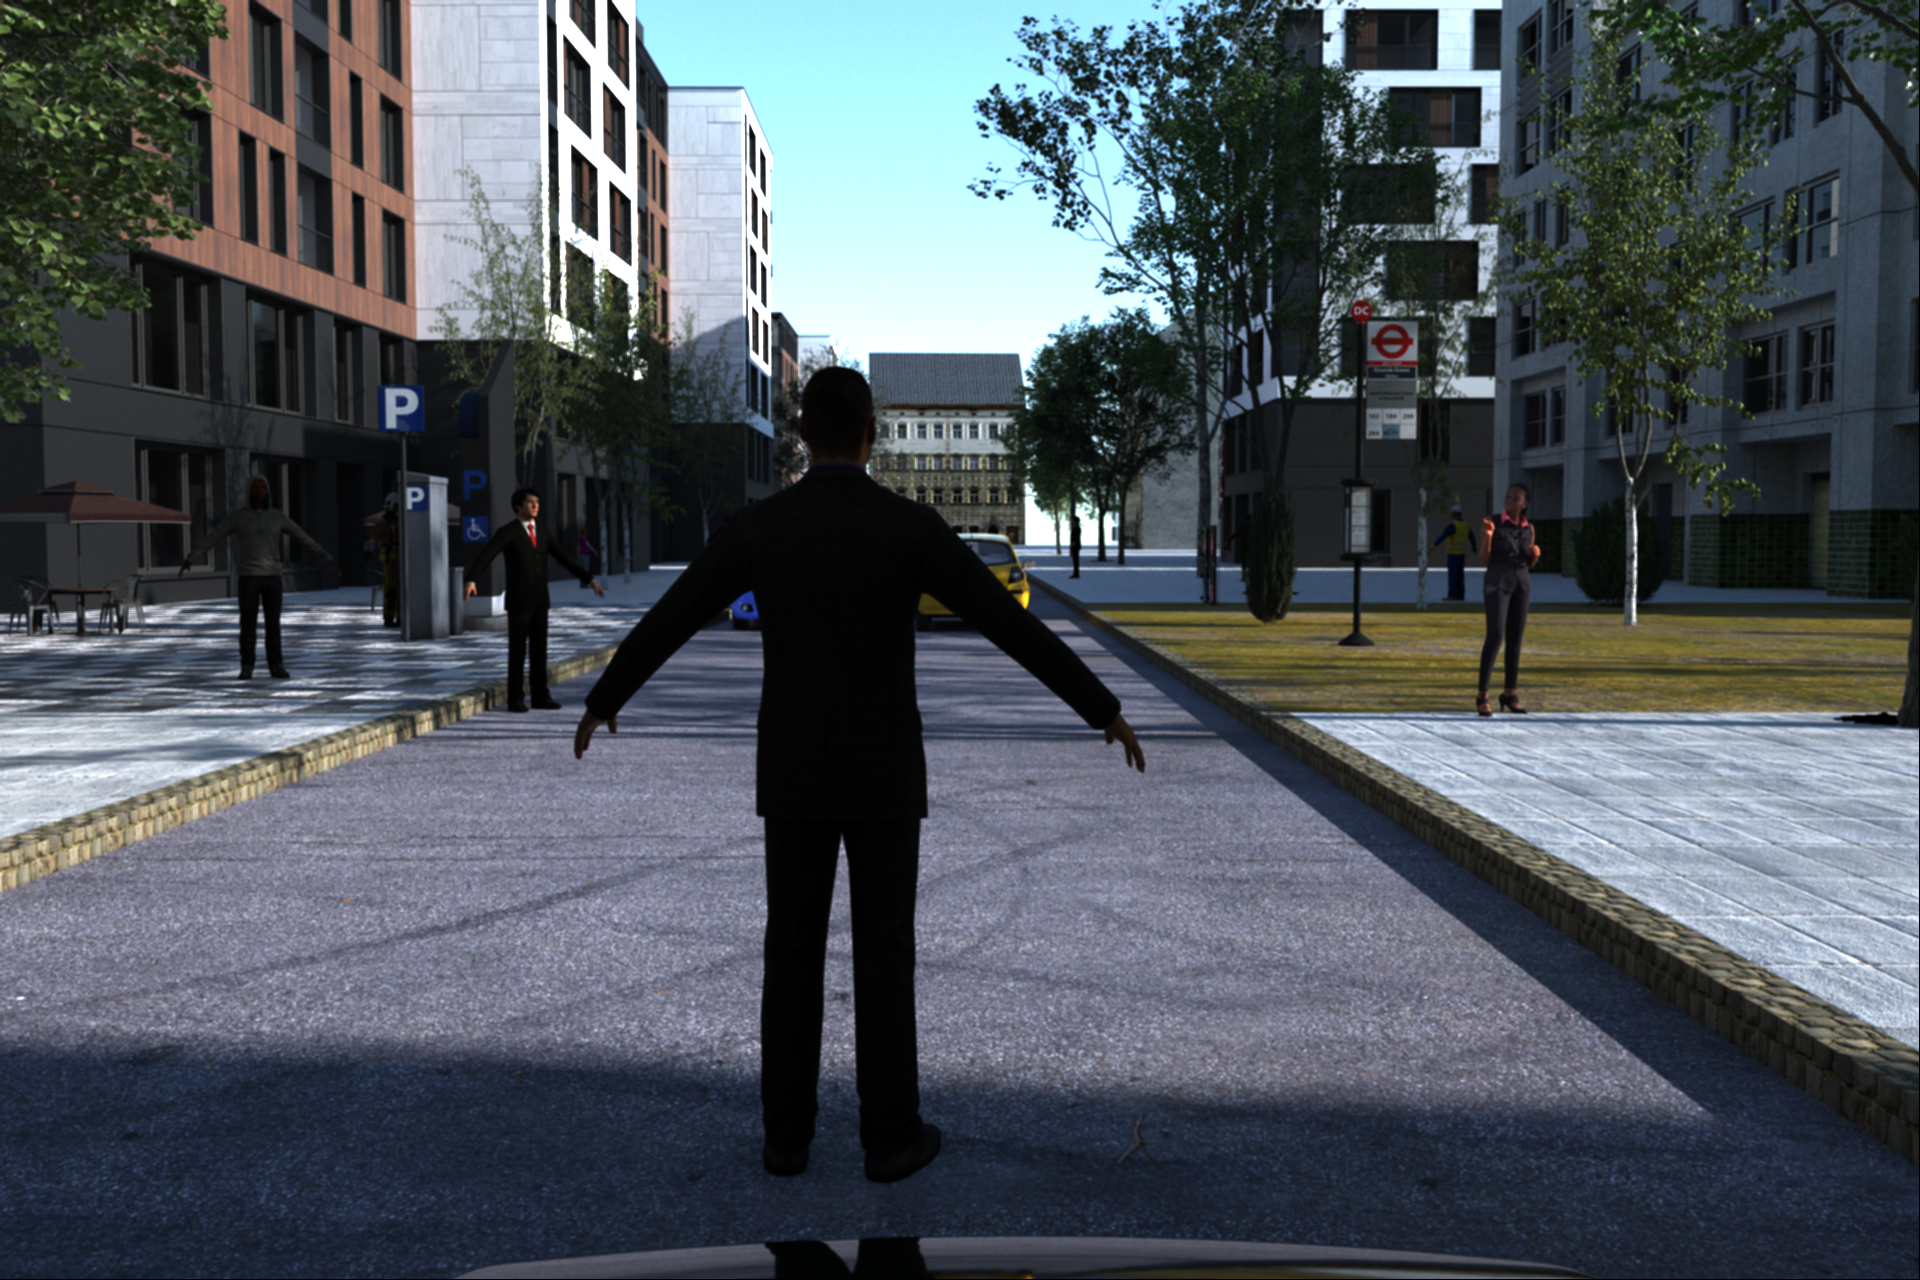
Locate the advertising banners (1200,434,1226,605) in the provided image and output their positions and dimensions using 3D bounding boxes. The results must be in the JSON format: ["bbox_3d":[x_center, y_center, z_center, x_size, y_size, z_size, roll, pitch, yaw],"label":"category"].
[{"bbox_3d":[4.597,-2.157,31.454,0.090,3.025,2.074,0,4,-2],"label":"advertising banners"}]

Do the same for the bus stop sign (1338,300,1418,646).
[{"bbox_3d":[4.799,-1.907,19.879,0.855,3.939,0.416,0,4,0],"label":"bus stop sign"}]

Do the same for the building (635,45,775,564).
[{"bbox_3d":[-23.797,-14.265,77.200,27.936,21.610,32.646,0,4,-1],"label":"building"}]

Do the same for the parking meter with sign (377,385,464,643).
[{"bbox_3d":[-6.539,-1.525,21.198,0.543,3.016,1.738,0,3,0],"label":"parking meter with sign"}]

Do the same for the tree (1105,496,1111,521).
[{"bbox_3d":[19.014,-15.711,207.243,4.360,8.622,3.978,0,3,0],"label":"tree"}]

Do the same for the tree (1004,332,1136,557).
[{"bbox_3d":[5.976,-10.983,97.697,7.486,12.596,7.792,0,3,0],"label":"tree"}]

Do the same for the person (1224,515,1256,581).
[{"bbox_3d":[7.824,-2.497,46.958,1.346,1.812,0.704,1,4,13],"label":"person"}]

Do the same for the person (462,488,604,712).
[{"bbox_3d":[-3.495,-0.332,14.066,0.705,1.806,1.347,3,5,40],"label":"person"}]

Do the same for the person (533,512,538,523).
[{"bbox_3d":[-8.416,-1.697,34.467,1.216,1.740,0.721,2,4,28],"label":"person"}]

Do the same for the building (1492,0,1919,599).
[{"bbox_3d":[26.206,-10.726,41.834,16.747,18.905,31.486,0,3,0],"label":"building"}]

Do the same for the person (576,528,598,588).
[{"bbox_3d":[-8.833,-1.939,40.974,0.599,1.433,0.991,-3,4,-39],"label":"person"}]

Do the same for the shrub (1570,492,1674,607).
[{"bbox_3d":[11.730,-1.633,30.746,1.661,2.075,1.752,0,3,0],"label":"shrub"}]

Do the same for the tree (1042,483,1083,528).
[{"bbox_3d":[6.690,-10.135,116.066,4.737,8.622,4.395,0,3,0],"label":"tree"}]

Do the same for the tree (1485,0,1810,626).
[{"bbox_3d":[9.349,-4.495,23.863,4.737,8.622,4.395,0,3,0],"label":"tree"}]

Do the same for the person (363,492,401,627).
[{"bbox_3d":[-7.818,-1.117,24.039,0.705,1.858,1.354,2,4,25],"label":"person"}]

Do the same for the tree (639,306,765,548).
[{"bbox_3d":[-8.207,-6.466,56.077,4.360,8.622,3.978,0,3,0],"label":"tree"}]

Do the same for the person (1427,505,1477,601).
[{"bbox_3d":[9.500,-1.668,33.233,1.349,1.833,0.705,-2,4,-34],"label":"person"}]

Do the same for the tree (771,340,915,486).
[{"bbox_3d":[-8.357,-12.182,109.548,12.009,13.543,11.850,0,3,0],"label":"tree"}]

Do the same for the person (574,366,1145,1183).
[{"bbox_3d":[-0.263,0.291,3.920,1.346,1.802,0.704,1,4,10],"label":"person"}]

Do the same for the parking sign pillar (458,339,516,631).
[{"bbox_3d":[-6.374,-2.136,23.398,1.447,3.967,1.447,0,4,0],"label":"parking sign pillar"}]

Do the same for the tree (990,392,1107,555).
[{"bbox_3d":[5.935,-10.642,108.404,7.601,10.594,8.767,2,4,25],"label":"tree"}]

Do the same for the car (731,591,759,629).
[{"bbox_3d":[-2.576,-1.076,27.183,1.945,1.707,3.694,0,3,0],"label":"car"}]

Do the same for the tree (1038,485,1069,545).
[{"bbox_3d":[11.212,-15.554,204.666,4.737,8.622,4.395,0,3,0],"label":"tree"}]

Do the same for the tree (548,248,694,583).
[{"bbox_3d":[-8.658,-5.767,44.652,4.737,8.622,4.395,0,3,0],"label":"tree"}]

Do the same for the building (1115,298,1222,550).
[{"bbox_3d":[23.965,-19.507,149.859,19.493,23.208,18.063,0,4,-1],"label":"building"}]

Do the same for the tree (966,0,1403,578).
[{"bbox_3d":[6.110,-11.838,49.439,12.611,20.169,13.585,0,3,0],"label":"tree"}]

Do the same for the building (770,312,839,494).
[{"bbox_3d":[-27.109,-20.295,175.803,27.936,21.610,32.646,0,4,-1],"label":"building"}]

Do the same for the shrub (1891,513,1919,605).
[{"bbox_3d":[15.216,-1.354,26.556,1.690,2.028,1.600,0,3,0],"label":"shrub"}]

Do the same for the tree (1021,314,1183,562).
[{"bbox_3d":[6.704,-9.484,80.817,9.928,11.665,9.643,0,3,0],"label":"tree"}]

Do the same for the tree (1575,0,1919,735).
[{"bbox_3d":[6.602,-5.218,11.069,9.928,11.665,9.643,0,3,0],"label":"tree"}]

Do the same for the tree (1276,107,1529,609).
[{"bbox_3d":[8.115,-4.833,29.375,4.360,8.622,3.978,0,3,0],"label":"tree"}]

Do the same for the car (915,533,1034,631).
[{"bbox_3d":[0.174,-1.027,27.007,2.015,1.641,3.980,0,3,0],"label":"car"}]

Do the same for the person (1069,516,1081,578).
[{"bbox_3d":[3.343,-2.707,50.441,0.705,1.806,1.347,0,4,2],"label":"person"}]

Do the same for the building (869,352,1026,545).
[{"bbox_3d":[-1.926,-22.959,208.766,18.063,23.208,19.493,0,4,-3],"label":"building"}]

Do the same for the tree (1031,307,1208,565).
[{"bbox_3d":[6.604,-8.422,72.105,8.767,10.594,7.601,2,4,24],"label":"tree"}]

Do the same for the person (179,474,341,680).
[{"bbox_3d":[-6.210,-0.565,15.372,1.348,1.813,0.705,-2,4,-30],"label":"person"}]

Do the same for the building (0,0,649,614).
[{"bbox_3d":[-24.916,-12.204,43.506,27.936,21.610,32.646,0,4,1],"label":"building"}]

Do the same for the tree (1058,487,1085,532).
[{"bbox_3d":[13.696,-15.841,209.363,4.360,8.622,3.978,0,3,0],"label":"tree"}]

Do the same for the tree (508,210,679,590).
[{"bbox_3d":[-8.132,-5.475,39.878,4.360,8.622,3.978,0,3,0],"label":"tree"}]

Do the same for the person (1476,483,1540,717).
[{"bbox_3d":[3.890,-0.291,12.274,0.415,1.643,0.593,2,4,32],"label":"person"}]

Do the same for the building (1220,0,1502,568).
[{"bbox_3d":[25.853,-14.511,81.224,27.936,21.610,32.646,0,3,0],"label":"building"}]

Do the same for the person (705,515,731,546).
[{"bbox_3d":[-6.929,-2.790,51.553,1.347,1.837,0.705,0,4,-5],"label":"person"}]

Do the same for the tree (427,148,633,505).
[{"bbox_3d":[-8.532,-5.077,33.378,4.360,8.622,3.978,0,3,0],"label":"tree"}]

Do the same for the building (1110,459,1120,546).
[{"bbox_3d":[21.060,-14.335,176.516,9.099,9.664,28.070,0,3,0],"label":"building"}]

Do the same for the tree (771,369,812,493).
[{"bbox_3d":[-9.079,-10.043,98.619,8.767,10.594,7.601,0,4,5],"label":"tree"}]

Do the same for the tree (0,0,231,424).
[{"bbox_3d":[-8.491,-5.753,12.182,7.486,12.596,7.792,0,3,0],"label":"tree"}]

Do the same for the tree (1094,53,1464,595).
[{"bbox_3d":[6.681,-6.784,36.671,9.928,11.665,9.643,0,3,0],"label":"tree"}]
